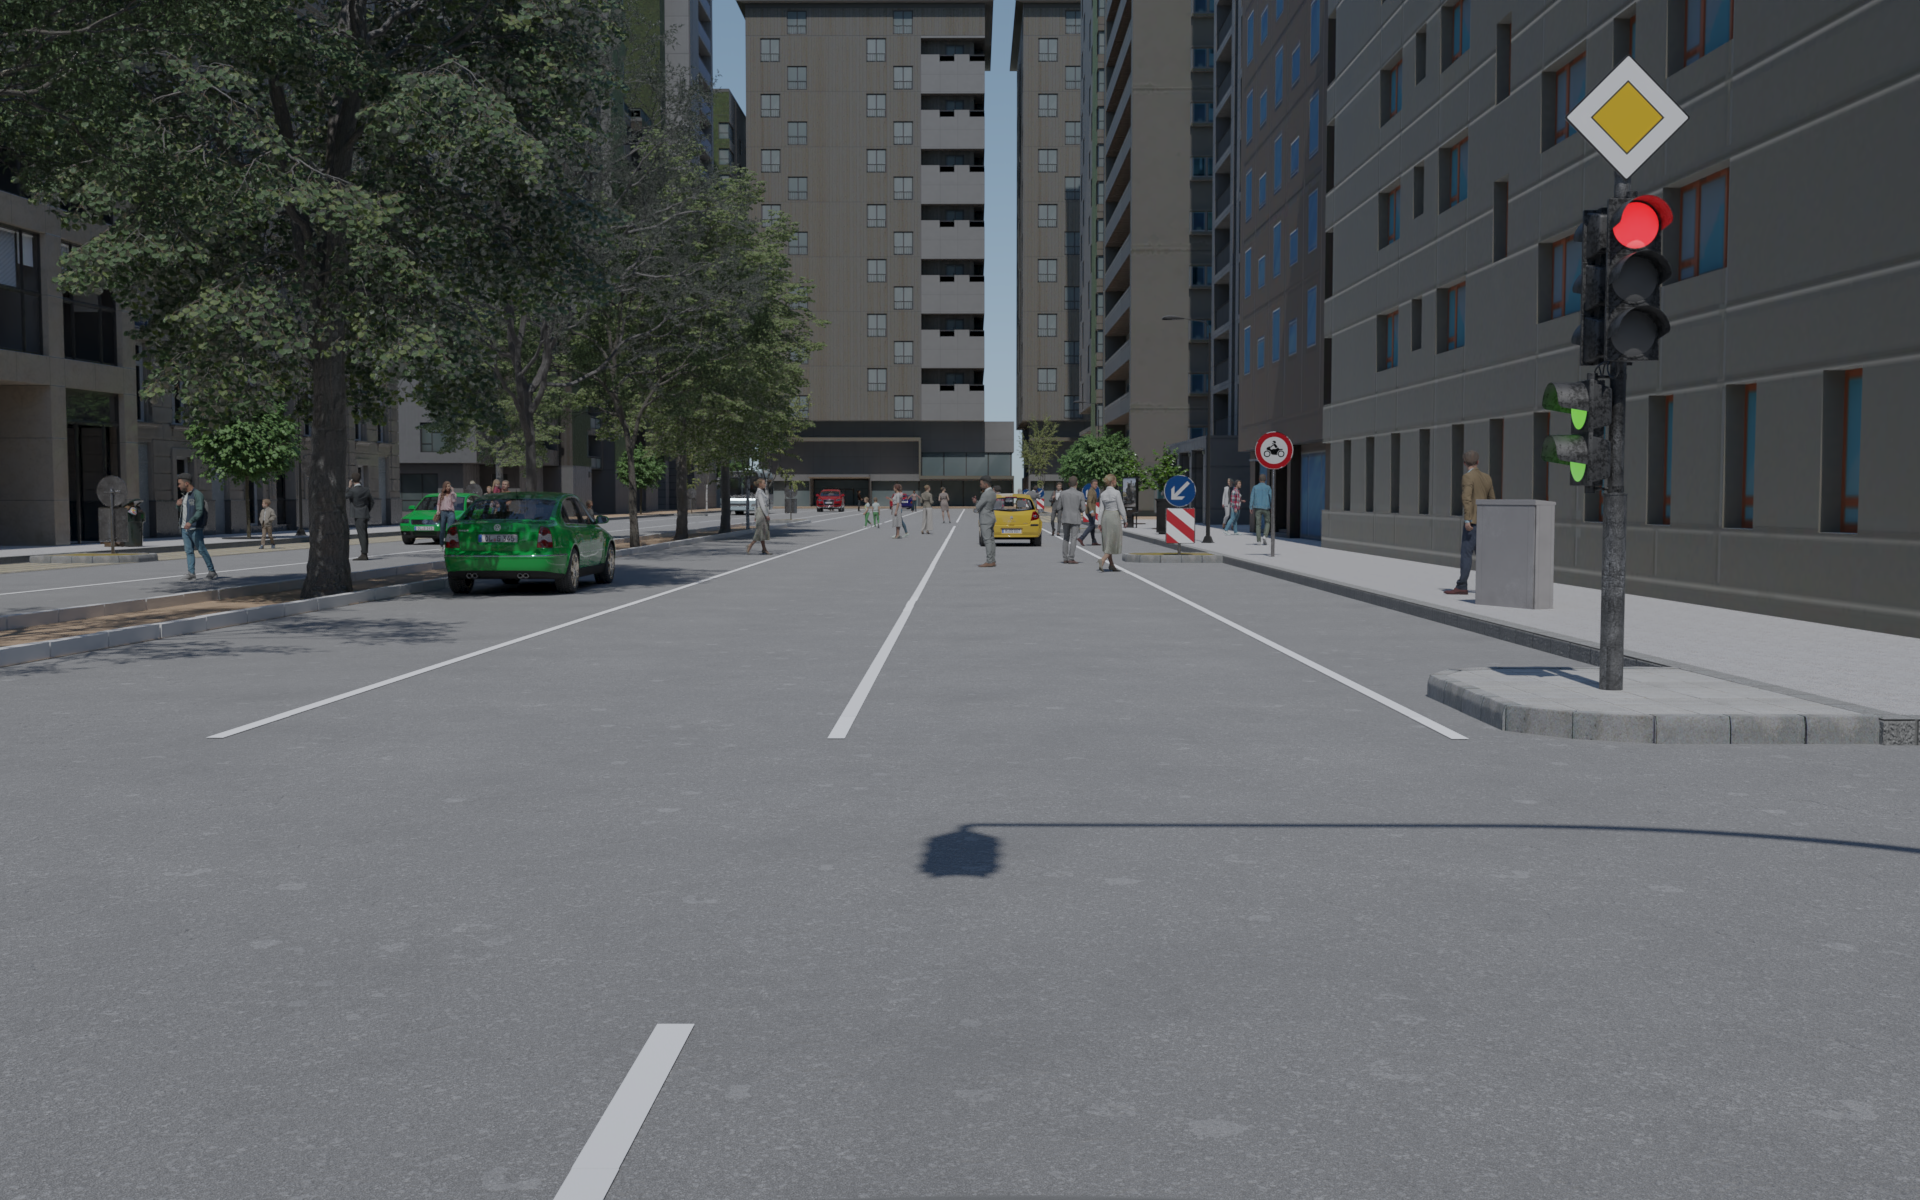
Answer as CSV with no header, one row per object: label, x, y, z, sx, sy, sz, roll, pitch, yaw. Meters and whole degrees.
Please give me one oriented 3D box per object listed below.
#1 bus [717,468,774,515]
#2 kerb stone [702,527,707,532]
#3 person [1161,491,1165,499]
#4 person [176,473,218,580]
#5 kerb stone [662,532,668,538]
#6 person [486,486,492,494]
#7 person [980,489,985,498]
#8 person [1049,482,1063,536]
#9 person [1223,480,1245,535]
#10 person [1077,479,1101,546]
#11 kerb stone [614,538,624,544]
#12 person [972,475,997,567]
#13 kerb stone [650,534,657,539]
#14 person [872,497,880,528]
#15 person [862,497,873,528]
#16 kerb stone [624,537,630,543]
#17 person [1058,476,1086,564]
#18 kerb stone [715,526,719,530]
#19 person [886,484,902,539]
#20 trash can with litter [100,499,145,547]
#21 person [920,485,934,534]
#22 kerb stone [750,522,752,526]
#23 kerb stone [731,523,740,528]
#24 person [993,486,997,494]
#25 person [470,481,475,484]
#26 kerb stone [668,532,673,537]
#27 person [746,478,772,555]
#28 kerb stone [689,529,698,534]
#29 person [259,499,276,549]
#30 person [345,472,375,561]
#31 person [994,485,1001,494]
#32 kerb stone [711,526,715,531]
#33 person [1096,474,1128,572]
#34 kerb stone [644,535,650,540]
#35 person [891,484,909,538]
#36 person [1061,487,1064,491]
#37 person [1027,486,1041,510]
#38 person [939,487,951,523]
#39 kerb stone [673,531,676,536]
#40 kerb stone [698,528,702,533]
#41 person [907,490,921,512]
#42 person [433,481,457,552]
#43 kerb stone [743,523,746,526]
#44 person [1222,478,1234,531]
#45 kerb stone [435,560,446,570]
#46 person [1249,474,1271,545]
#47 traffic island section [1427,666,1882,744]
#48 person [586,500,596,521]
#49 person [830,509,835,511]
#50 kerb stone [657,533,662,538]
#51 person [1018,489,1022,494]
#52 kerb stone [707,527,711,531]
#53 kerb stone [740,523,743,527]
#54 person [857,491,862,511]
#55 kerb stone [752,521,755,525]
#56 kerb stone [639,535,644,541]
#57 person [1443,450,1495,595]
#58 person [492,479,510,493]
bus,-14.925,-7.757,121.681,2.948,3.499,13.247,0,4,-1
kerb stone,-9.709,-2.604,64.773,0.120,0.150,1.000,0,4,0
person,9.446,-4.455,78.682,0.655,1.846,0.447,1,4,21
person,-12.745,-1.218,28.762,0.623,1.781,0.721,2,4,25
kerb stone,-9.771,-2.100,56.578,0.120,0.150,1.000,0,4,0
person,-18.669,-3.605,68.109,0.731,1.740,0.598,-3,5,-41
person,1.544,-6.560,115.386,0.705,1.869,1.348,1,4,14
person,3.341,-3.089,58.975,0.622,1.834,0.822,0,4,5
person,8.540,-2.875,53.884,0.643,1.720,0.563,1,4,18
person,3.611,-2.413,47.870,0.836,1.842,0.656,-2,4,-29
kerb stone,-9.822,-1.664,49.403,0.120,0.150,1.000,0,4,0
person,0.478,-1.553,34.065,0.466,1.800,0.511,0,4,7
kerb stone,-9.783,-1.977,54.526,0.120,0.150,1.000,0,4,0
person,-3.507,-3.652,72.465,0.306,1.304,0.590,-1,4,-14
person,-3.910,-3.706,73.340,0.590,1.304,0.306,-3,5,-43
kerb stone,-9.814,-1.723,50.425,0.120,0.150,1.000,0,4,0
person,2.329,-1.647,35.627,0.606,1.804,0.583,1,4,17
kerb stone,-9.692,-2.793,67.854,0.120,0.150,1.000,0,4,0
person,-2.117,-2.846,55.601,0.524,1.755,0.480,0,4,-8
trash can with litter,-20.326,-1.872,41.991,1.055,1.170,0.624,0,4,6
person,-1.147,-3.229,61.835,0.519,1.759,0.362,2,4,33
kerb stone,-9.615,-3.419,78.095,0.120,0.150,1.000,0,4,0
kerb stone,-9.645,-3.169,74.002,0.120,0.150,1.000,0,4,0
person,1.510,-4.201,77.360,0.511,1.800,0.466,0,4,-1
person,-20.569,-4.120,73.290,0.818,1.842,0.514,-2,4,-29
kerb stone,-9.763,-2.166,57.604,0.120,0.150,1.000,0,4,0
person,-4.745,-1.961,40.781,0.641,1.798,0.478,0,4,1
kerb stone,-9.726,-2.479,62.723,0.120,0.150,1.000,0,4,0
person,-17.950,-1.966,44.909,0.475,1.303,0.640,0,4,4
person,-12.983,-1.803,37.344,0.474,1.900,0.648,1,4,16
person,1.357,-3.011,58.575,0.643,1.720,0.563,2,4,29
kerb stone,-9.689,-2.730,66.824,0.120,0.150,1.000,0,4,0
person,2.739,-1.408,31.746,0.641,1.798,0.478,-3,4,-37
kerb stone,-9.794,-1.910,53.504,0.120,0.150,1.000,0,4,0
person,-1.968,-2.939,57.143,0.643,1.750,0.593,-1,4,-10
person,7.336,-7.316,125.664,0.705,1.822,1.348,2,4,30
person,3.203,-4.115,75.965,0.592,1.802,0.473,2,4,34
person,-0.740,-4.646,84.800,0.599,1.781,0.374,0,4,2
kerb stone,-9.756,-2.227,58.626,0.120,0.150,1.000,0,4,0
kerb stone,-9.713,-2.538,63.746,0.120,0.150,1.000,0,4,0
person,-3.643,-7.898,138.336,1.217,1.736,0.721,0,4,-4
person,-12.766,-2.072,42.974,0.593,1.750,0.643,-1,4,-8
kerb stone,-9.631,-3.294,76.046,0.120,0.150,1.000,0,4,0
person,9.499,-3.367,60.970,0.514,1.842,0.818,-1,4,-13
kerb stone,-9.948,-0.661,33.002,0.120,0.150,1.000,0,4,0
person,7.563,-2.263,43.386,0.601,1.785,0.444,1,4,15
traffic island section,4.295,0.667,11.371,2.009,0.180,2.903,0,4,0
person,-11.244,-2.421,52.756,0.373,1.253,0.362,1,4,23
person,-10.897,-8.486,147.263,1.348,1.823,0.705,-3,4,-37
kerb stone,-9.786,-2.040,55.549,0.120,0.150,1.000,0,4,0
person,3.164,-5.231,94.765,0.721,1.736,1.217,0,4,-6
kerb stone,-9.707,-2.667,65.796,0.120,0.150,1.000,0,4,0
kerb stone,-9.637,-3.227,75.024,0.120,0.150,1.000,0,4,0
person,-8.278,-8.207,143.500,0.721,1.723,1.217,-1,4,-16
kerb stone,-9.605,-3.482,79.126,0.120,0.150,1.000,0,4,0
kerb stone,-9.801,-1.852,52.482,0.120,0.150,1.000,0,4,0
person,6.612,-0.986,22.076,0.836,1.842,0.656,1,4,17
person,-12.528,-2.370,47.224,0.573,1.828,0.580,2,4,30
